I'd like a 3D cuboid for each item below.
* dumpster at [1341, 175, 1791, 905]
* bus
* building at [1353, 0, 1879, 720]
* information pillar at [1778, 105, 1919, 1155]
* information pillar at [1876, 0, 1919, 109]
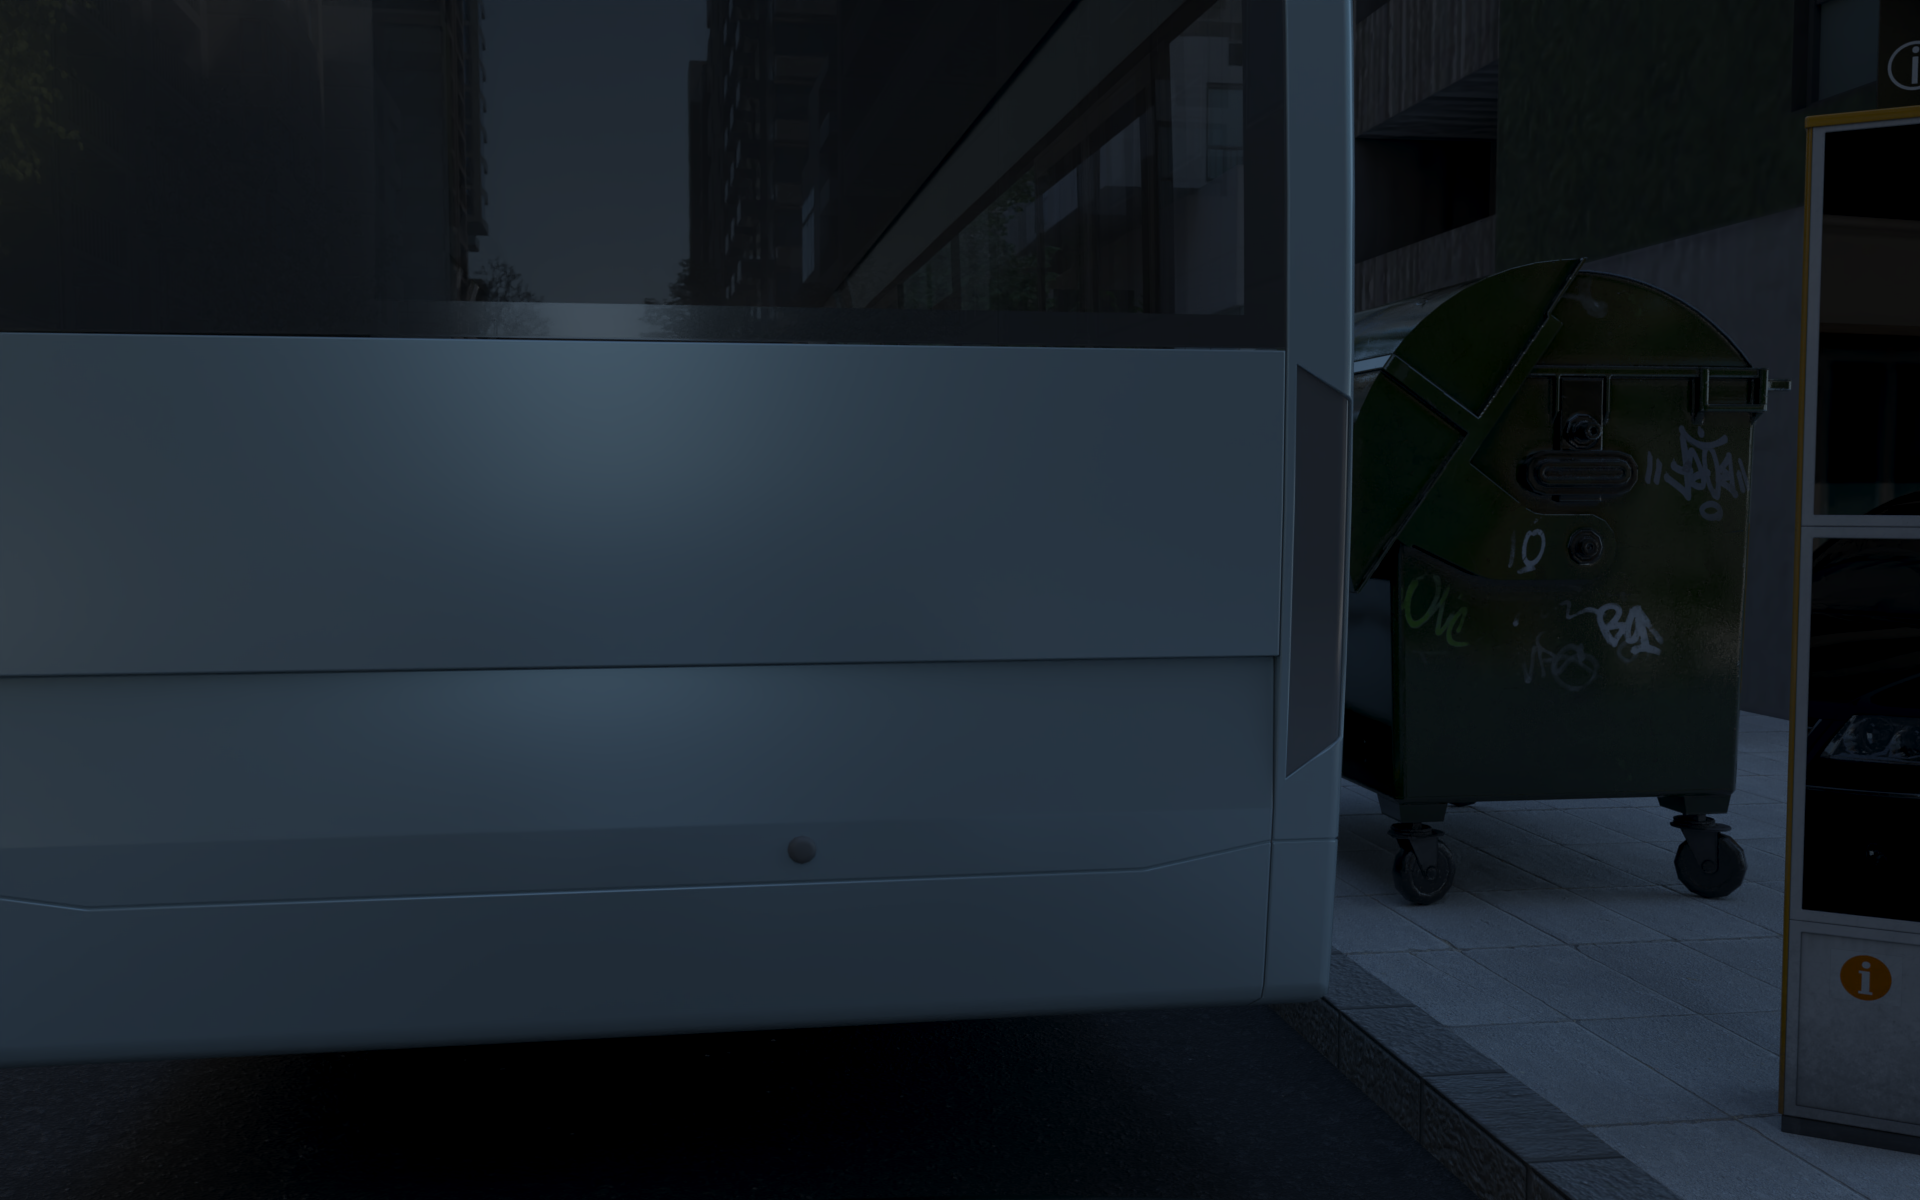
[{"bbox_3d":[1.743,-0.225,6.180,1.502,2.255,1.985,-1,4,-8],"label":"dumpster"},{"bbox_3d":[-1.644,-0.891,9.429,2.948,3.499,13.247,-1,4,-10],"label":"bus"},{"bbox_3d":[10.785,-14.927,15.752,14.160,30.474,14.107,-1,4,-8],"label":"building"},{"bbox_3d":[1.845,0.062,3.473,0.304,2.012,0.304,2,4,30],"label":"information pillar"},{"bbox_3d":[4.056,-0.973,7.266,0.504,3.616,0.183,2,4,25],"label":"information pillar"}]
